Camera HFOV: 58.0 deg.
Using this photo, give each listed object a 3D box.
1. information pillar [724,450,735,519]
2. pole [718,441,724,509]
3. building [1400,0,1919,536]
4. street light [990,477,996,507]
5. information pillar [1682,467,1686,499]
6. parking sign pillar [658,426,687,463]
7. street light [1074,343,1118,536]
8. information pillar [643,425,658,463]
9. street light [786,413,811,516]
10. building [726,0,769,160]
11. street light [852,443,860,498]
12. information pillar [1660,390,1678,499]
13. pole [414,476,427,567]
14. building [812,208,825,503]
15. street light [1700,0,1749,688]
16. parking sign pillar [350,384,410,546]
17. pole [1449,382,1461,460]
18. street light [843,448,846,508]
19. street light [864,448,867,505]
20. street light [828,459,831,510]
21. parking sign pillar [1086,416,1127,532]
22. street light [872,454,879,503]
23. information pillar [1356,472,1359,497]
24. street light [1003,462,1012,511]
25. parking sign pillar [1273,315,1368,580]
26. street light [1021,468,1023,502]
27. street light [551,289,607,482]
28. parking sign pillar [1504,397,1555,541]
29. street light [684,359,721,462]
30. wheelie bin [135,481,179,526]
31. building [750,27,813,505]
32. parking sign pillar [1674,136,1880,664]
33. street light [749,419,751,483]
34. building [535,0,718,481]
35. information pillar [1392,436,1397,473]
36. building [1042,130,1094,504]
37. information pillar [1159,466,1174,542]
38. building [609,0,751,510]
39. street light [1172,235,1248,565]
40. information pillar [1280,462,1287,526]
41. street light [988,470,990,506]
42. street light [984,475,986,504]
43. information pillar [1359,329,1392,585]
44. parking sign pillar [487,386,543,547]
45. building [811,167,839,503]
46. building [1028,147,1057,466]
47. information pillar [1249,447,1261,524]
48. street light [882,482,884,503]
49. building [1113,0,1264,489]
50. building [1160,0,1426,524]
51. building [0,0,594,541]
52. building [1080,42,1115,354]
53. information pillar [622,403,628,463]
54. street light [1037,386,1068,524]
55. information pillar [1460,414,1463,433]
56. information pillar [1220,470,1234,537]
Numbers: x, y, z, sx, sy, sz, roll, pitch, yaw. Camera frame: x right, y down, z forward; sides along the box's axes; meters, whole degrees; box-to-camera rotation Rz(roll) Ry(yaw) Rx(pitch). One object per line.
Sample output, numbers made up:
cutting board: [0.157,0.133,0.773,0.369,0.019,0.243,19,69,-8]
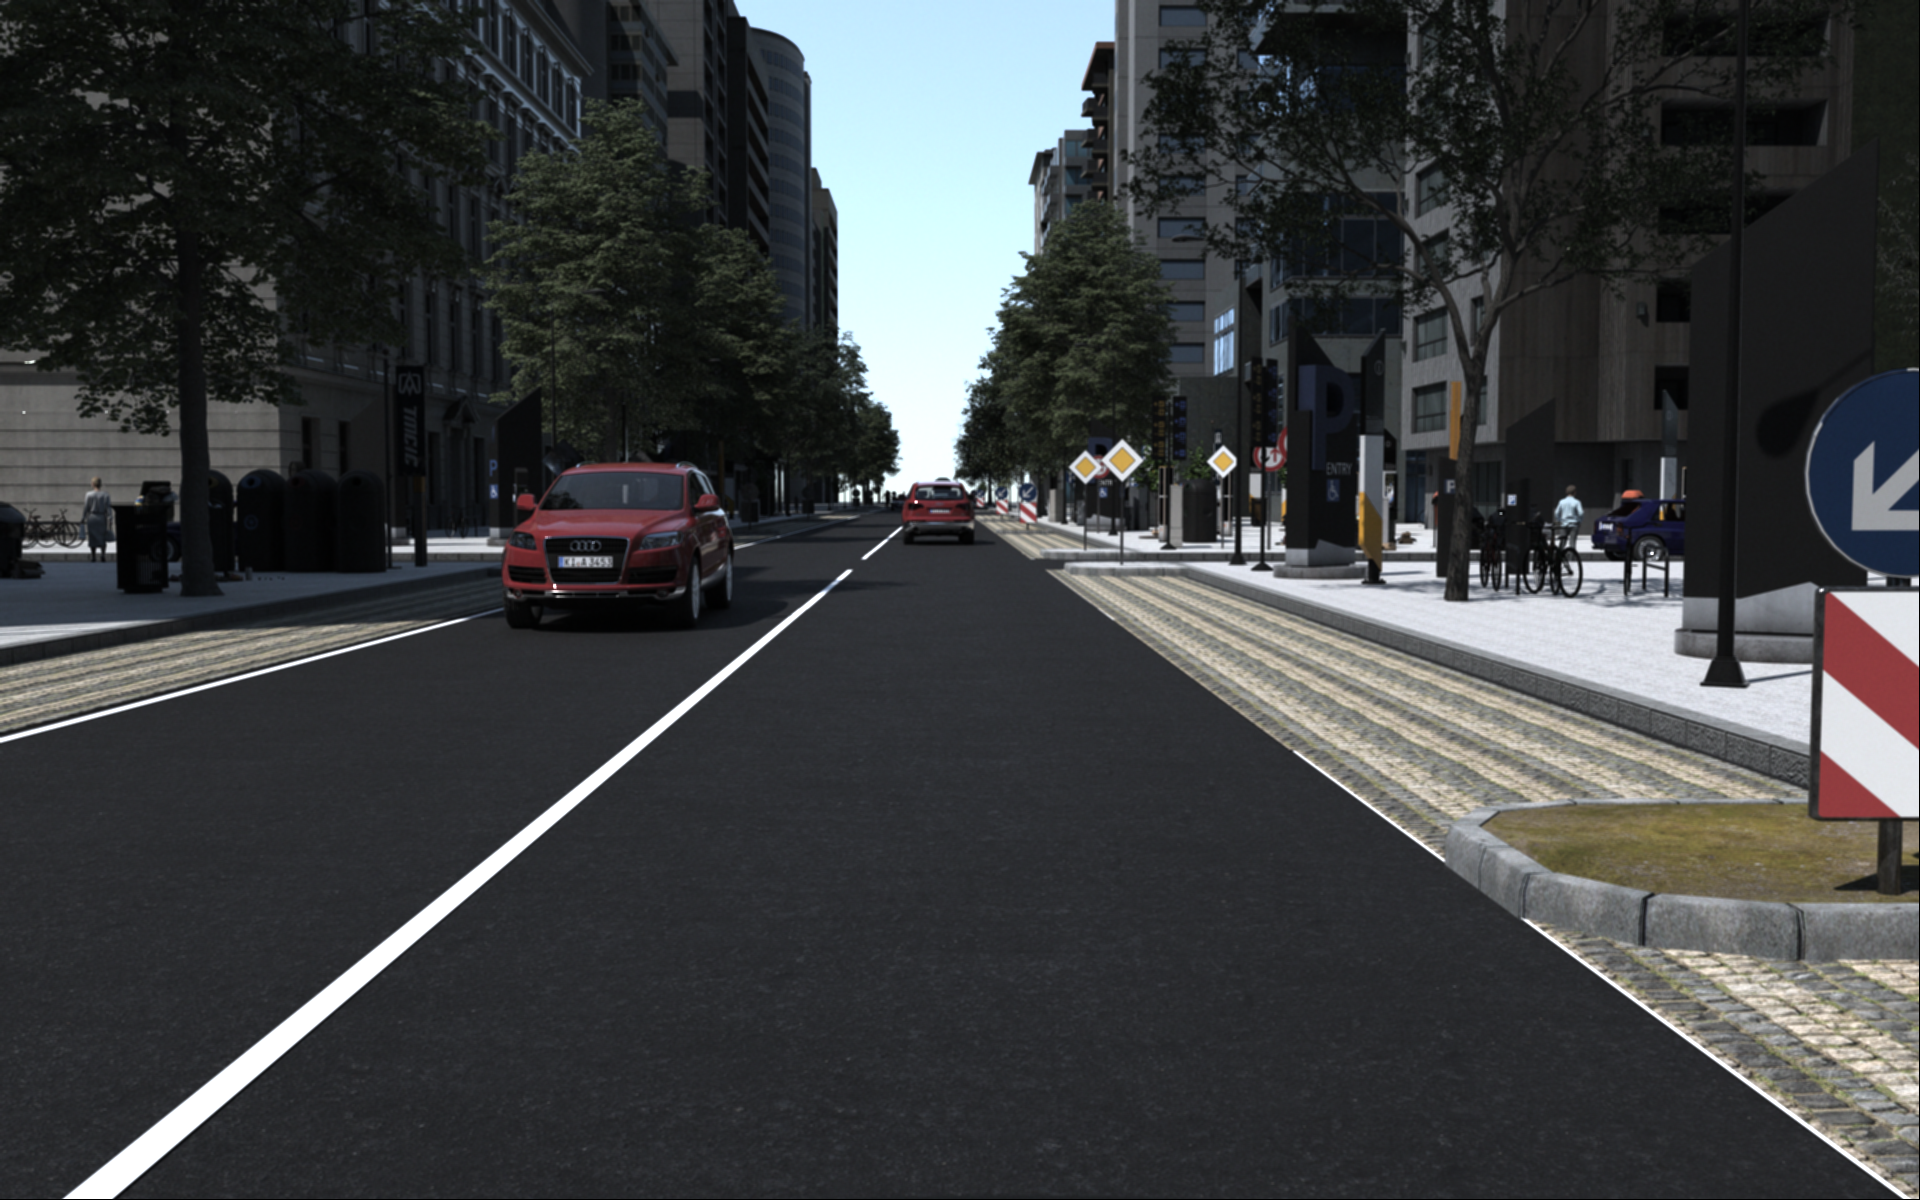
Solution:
information pillar: [-11.708,-5.904,87.891,0.504,3.616,0.183,0,4,-3]
pole: [-9.110,-4.419,66.093,0.158,3.312,0.155,0,3,0]
building: [23.051,-17.374,55.774,14.107,30.474,14.160,0,4,-1]
street light: [3.238,-9.665,130.566,1.470,5.913,1.316,0,4,-1]
information pillar: [19.998,-2.628,47.452,0.304,2.012,0.304,-3,4,-37]
parking sign pillar: [-10.737,-4.708,65.442,1.447,3.967,1.447,1,4,13]
street light: [4.213,-4.955,53.548,1.470,5.913,1.316,0,4,-1]
information pillar: [-10.219,-4.021,57.100,0.504,3.616,0.183,-1,4,-14]
street light: [-9.307,-7.757,99.363,1.470,5.913,1.316,0,4,-1]
building: [-30.391,-33.442,170.480,21.300,48.544,21.600,0,4,-1]
street light: [-9.827,-11.212,155.859,1.470,5.913,1.316,0,4,-1]
information pillar: [16.092,-2.935,39.347,0.504,3.616,0.183,-2,4,-34]
pole: [-9.535,-2.245,30.546,0.158,3.312,0.155,0,3,0]
building: [-26.428,-34.139,241.759,14.154,41.232,14.086,0,4,-1]
street light: [4.591,-2.379,11.445,1.470,5.913,1.316,0,4,-1]
parking sign pillar: [-14.428,-3.331,42.935,1.447,3.967,1.447,1,4,20]
pole: [8.991,-2.303,31.502,0.158,3.312,0.155,0,3,0]
street light: [-9.728,-10.004,136.101,1.470,5.913,1.316,0,4,-1]
street light: [-10.059,-12.443,175.979,1.470,5.913,1.316,0,4,-1]
street light: [-9.472,-8.774,115.989,1.470,5.913,1.316,0,4,-1]
parking sign pillar: [4.985,-4.328,59.234,1.447,3.967,1.447,2,4,34]
street light: [-10.325,-13.828,198.635,1.470,5.913,1.316,0,4,-1]
information pillar: [13.204,-3.288,58.247,0.304,2.012,0.304,-1,4,-9]
street light: [3.545,-8.618,113.445,1.470,5.913,1.316,0,4,-1]
parking sign pillar: [5.555,-2.329,26.557,1.447,3.967,1.447,-3,5,-44]
street light: [3.730,-7.371,93.061,1.470,5.913,1.316,0,4,-1]
street light: [-8.694,-4.088,39.381,1.470,5.913,1.316,0,4,-1]
parking sign pillar: [15.888,-3.661,48.322,1.447,3.967,1.447,1,4,18]
street light: [-8.932,-5.332,59.712,1.470,5.913,1.316,0,4,-1]
wheelie bin: [-19.435,-2.087,42.026,0.980,1.594,0.693,-3,5,-44]
building: [-30.230,-41.393,218.767,21.231,58.520,28.212,0,4,-1]
parking sign pillar: [6.460,-1.540,13.655,1.447,3.967,1.447,2,4,30]
street light: [-9.139,-6.548,79.606,1.470,5.913,1.316,0,4,-1]
building: [-34.423,-26.552,126.011,32.217,40.220,23.993,0,4,-1]
information pillar: [15.267,-4.298,61.622,0.504,3.616,0.183,-1,4,-16]
building: [22.367,-37.286,229.238,23.786,49.044,30.456,0,4,-1]
information pillar: [5.487,-2.542,46.054,0.304,2.012,0.304,-1,4,-23]
building: [-28.533,-43.412,148.041,20.563,71.187,20.611,0,4,-1]
street light: [4.495,-3.588,31.203,1.470,5.913,1.316,0,4,-1]
information pillar: [13.141,-4.780,69.511,0.504,3.616,0.183,3,4,38]
street light: [3.238,-10.885,150.513,1.470,5.913,1.316,0,4,-1]
street light: [2.889,-12.093,170.268,1.470,5.913,1.316,0,4,-1]
information pillar: [5.840,-2.029,24.532,0.504,3.616,0.183,-3,5,-43]
parking sign pillar: [-10.978,-3.322,42.795,1.447,3.967,1.447,3,5,41]
building: [-29.548,-38.891,259.572,21.300,48.544,21.600,0,4,-1]
building: [25.147,-40.982,259.285,28.713,52.752,27.495,0,4,-1]
information pillar: [11.944,-4.804,69.895,0.504,3.616,0.183,1,4,12]
street light: [-10.520,-15.037,218.391,1.470,5.913,1.316,0,4,-1]
building: [22.870,-36.488,138.577,21.231,58.520,28.212,0,4,-1]
building: [23.236,-47.405,87.742,22.319,86.520,31.000,0,4,-1]
building: [-26.701,-17.828,67.901,17.030,29.872,44.131,0,4,-1]
building: [23.140,-31.385,167.770,22.147,44.769,28.867,0,4,-1]
information pillar: [-8.706,-3.284,45.056,0.183,3.616,0.504,0,4,-5]
street light: [3.894,-6.163,73.304,1.470,5.913,1.316,0,4,-1]
information pillar: [14.697,-3.655,51.107,0.183,3.616,0.504,-1,4,-19]
information pillar: [8.038,-2.918,52.194,0.304,2.012,0.304,2,4,29]
